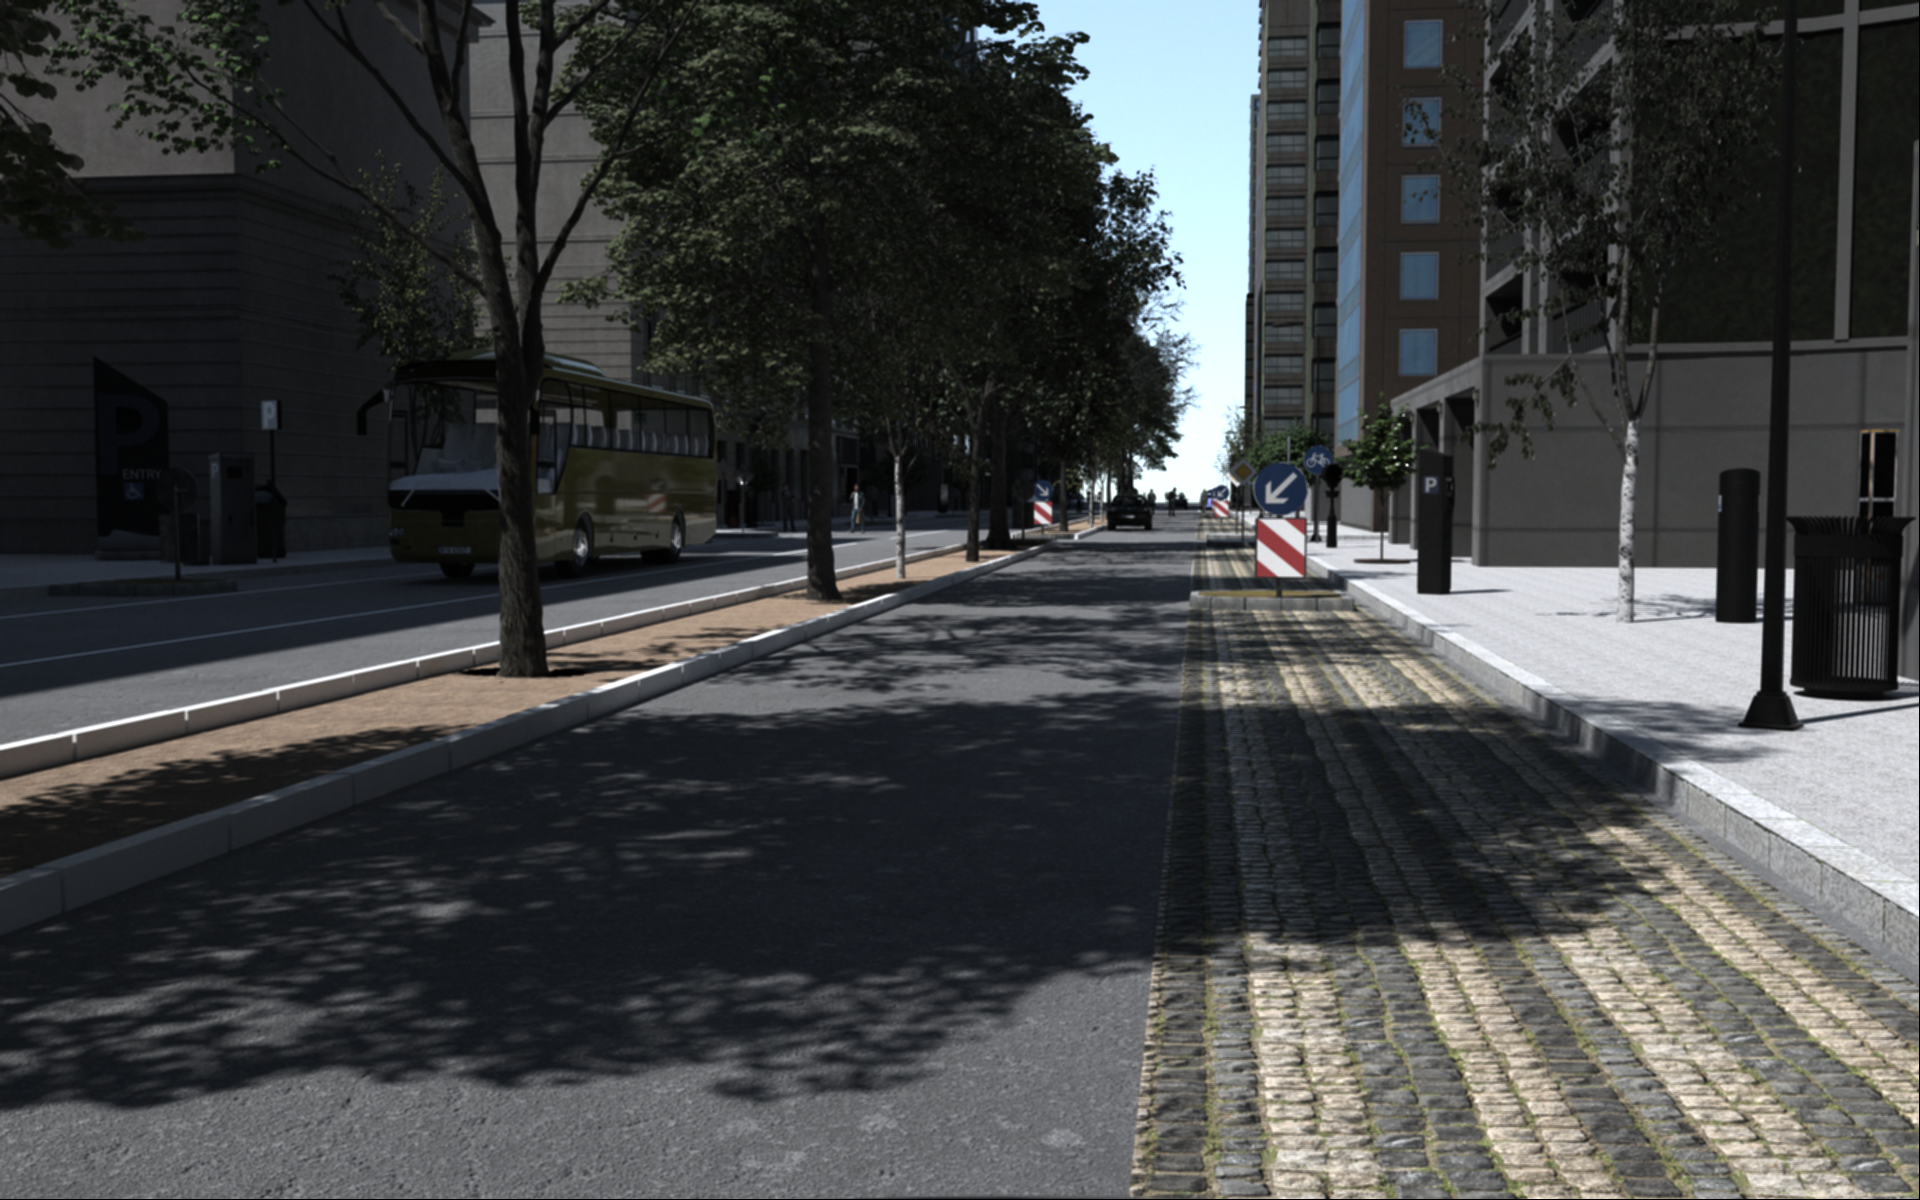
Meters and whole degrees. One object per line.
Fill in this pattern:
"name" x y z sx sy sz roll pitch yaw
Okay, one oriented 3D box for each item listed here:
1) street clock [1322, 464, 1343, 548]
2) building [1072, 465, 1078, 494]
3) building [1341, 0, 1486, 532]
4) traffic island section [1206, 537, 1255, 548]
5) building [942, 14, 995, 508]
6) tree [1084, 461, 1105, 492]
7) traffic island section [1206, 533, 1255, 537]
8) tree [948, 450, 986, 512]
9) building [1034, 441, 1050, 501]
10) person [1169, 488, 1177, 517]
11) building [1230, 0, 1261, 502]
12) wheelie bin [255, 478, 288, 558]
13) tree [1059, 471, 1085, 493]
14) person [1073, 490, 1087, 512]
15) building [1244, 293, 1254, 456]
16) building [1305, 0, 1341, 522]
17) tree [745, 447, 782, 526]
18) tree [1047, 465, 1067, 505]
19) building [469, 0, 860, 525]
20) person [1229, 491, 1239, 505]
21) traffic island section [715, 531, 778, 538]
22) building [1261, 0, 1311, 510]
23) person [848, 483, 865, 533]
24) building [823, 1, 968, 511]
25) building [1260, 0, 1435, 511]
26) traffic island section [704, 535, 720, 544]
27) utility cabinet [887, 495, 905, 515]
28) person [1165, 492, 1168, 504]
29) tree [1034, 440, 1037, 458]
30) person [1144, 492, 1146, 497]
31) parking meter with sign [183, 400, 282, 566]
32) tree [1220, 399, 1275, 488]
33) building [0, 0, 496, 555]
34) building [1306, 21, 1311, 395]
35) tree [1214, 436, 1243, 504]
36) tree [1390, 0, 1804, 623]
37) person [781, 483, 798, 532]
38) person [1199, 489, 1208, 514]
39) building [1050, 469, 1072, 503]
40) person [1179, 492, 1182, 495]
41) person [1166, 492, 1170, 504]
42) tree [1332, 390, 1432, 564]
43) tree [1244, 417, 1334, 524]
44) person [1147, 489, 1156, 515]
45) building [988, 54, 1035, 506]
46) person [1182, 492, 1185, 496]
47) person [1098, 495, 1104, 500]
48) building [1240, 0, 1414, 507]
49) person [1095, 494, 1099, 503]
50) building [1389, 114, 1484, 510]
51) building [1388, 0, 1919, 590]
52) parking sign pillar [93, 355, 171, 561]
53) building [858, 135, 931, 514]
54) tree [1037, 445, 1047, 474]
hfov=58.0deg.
"street clock" 8.905 -2.255 41.441 0.471 2.002 0.358 -1 4 -13
"building" 7.123 -39.603 271.204 21.300 48.544 21.600 0 4 8
"building" 21.408 -25.212 62.321 14.200 45.320 14.600 0 4 8
"traffic island section" 7.763 -1.537 47.418 2.009 0.180 2.903 0 4 8
"building" -8.288 -33.678 170.236 23.786 49.044 30.456 0 4 8
"tree" 21.547 -20.112 279.200 4.360 8.622 3.978 0 3 0
"traffic island section" 8.859 -2.021 55.328 2.009 0.180 2.903 0 4 8
"tree" 0.256 -8.761 126.957 4.285 4.588 4.351 0 3 0
"building" 4.193 -27.730 225.084 14.160 30.474 14.107 0 4 8
"person" 13.606 -6.255 110.581 0.447 1.846 0.655 -3 4 -38
"building" 53.802 -58.448 268.299 22.319 86.520 31.000 0 4 8
"wheelie bin" -13.859 -1.642 34.749 0.693 1.594 0.980 -2 4 -23
"tree" 15.059 -15.240 232.892 4.285 4.588 4.351 0 3 0
"person" 9.360 -7.800 136.015 1.348 1.826 0.705 -2 4 -35
"building" 47.745 -29.110 247.642 14.160 30.474 14.107 0 4 8
"building" 24.129 -19.160 84.969 14.160 30.474 14.107 0 4 8
"tree" -8.120 -4.617 70.085 1.663 3.219 1.824 0 3 0
"tree" 10.979 -15.516 204.042 4.360 8.622 3.978 0 3 0
"building" -16.292 -18.680 81.834 17.030 29.872 44.131 0 4 8
"person" 33.133 -12.239 208.612 1.348 1.823 0.705 1 4 11
"traffic island section" -7.228 -2.157 57.554 2.009 0.180 2.903 0 4 8
"building" 32.494 -28.243 145.366 14.154 41.232 14.086 0 4 8
"person" -3.681 -3.316 62.709 0.794 1.824 0.713 3 5 41
"building" -10.068 -43.110 143.094 20.563 71.187 20.611 0 4 8
"building" 34.668 -31.140 159.246 14.600 45.320 14.200 0 4 8
"traffic island section" -8.324 -1.674 49.645 2.009 0.180 2.903 0 4 8
"utility cabinet" -3.908 -5.789 105.817 1.020 1.237 0.306 -2 4 -24
"person" 29.393 -14.489 245.839 0.683 1.767 0.568 0 4 6
"tree" 3.756 -12.242 150.513 4.360 8.622 3.978 0 3 0
"person" 28.677 -15.839 268.193 0.721 1.735 1.217 0 4 -7
"parking meter with sign" -13.311 -2.163 31.632 0.543 3.016 1.738 3 4 38
"tree" 21.971 -11.166 132.925 4.737 8.622 4.395 0 3 0
"building" -25.535 -12.296 42.846 24.055 21.916 13.314 0 4 8
"building" 33.419 -34.894 112.515 21.231 58.520 28.212 0 4 8
"tree" 33.860 -16.247 216.003 4.360 8.622 3.978 0 3 0
"tree" 6.635 -4.095 17.312 4.360 8.622 3.978 0 3 0
"person" -6.427 -3.479 65.184 0.655 1.846 0.447 -1 4 -23
"person" 17.803 -7.217 126.596 0.694 1.812 0.767 2 4 25
"building" 4.462 -43.069 246.170 21.231 58.520 28.212 0 4 8
"person" 30.739 -14.223 241.767 1.217 1.735 0.721 -1 4 -12
"person" 28.840 -14.022 238.470 1.217 1.736 0.721 -3 5 -41
"tree" 7.895 -2.313 32.426 1.663 3.219 1.824 0 3 0
"tree" 14.381 -5.508 73.777 4.285 4.588 4.351 0 3 0
"person" 12.988 -6.668 117.918 0.661 1.777 0.834 -1 4 -23
"building" -3.133 -34.989 195.766 21.300 48.544 21.600 0 4 8
"person" 32.717 -15.032 255.096 0.721 1.723 1.217 -3 5 -44
"person" 16.420 -11.784 201.150 0.705 1.826 1.348 2 4 25
"building" 47.871 -48.328 228.418 20.563 71.187 20.611 0 4 8
"person" 20.125 -14.875 254.924 0.991 1.433 0.599 -3 4 -36
"building" 40.300 -45.074 175.217 20.563 71.187 20.611 0 4 8
"building" 19.878 -36.283 31.474 20.563 71.187 20.611 0 4 8
"parking sign pillar" -16.192 -2.779 33.902 1.447 3.967 1.447 -2 4 -24
"building" -10.668 -19.712 115.792 14.314 27.812 24.014 0 4 8
"tree" 5.150 -12.849 160.449 4.360 8.622 3.978 0 3 0
